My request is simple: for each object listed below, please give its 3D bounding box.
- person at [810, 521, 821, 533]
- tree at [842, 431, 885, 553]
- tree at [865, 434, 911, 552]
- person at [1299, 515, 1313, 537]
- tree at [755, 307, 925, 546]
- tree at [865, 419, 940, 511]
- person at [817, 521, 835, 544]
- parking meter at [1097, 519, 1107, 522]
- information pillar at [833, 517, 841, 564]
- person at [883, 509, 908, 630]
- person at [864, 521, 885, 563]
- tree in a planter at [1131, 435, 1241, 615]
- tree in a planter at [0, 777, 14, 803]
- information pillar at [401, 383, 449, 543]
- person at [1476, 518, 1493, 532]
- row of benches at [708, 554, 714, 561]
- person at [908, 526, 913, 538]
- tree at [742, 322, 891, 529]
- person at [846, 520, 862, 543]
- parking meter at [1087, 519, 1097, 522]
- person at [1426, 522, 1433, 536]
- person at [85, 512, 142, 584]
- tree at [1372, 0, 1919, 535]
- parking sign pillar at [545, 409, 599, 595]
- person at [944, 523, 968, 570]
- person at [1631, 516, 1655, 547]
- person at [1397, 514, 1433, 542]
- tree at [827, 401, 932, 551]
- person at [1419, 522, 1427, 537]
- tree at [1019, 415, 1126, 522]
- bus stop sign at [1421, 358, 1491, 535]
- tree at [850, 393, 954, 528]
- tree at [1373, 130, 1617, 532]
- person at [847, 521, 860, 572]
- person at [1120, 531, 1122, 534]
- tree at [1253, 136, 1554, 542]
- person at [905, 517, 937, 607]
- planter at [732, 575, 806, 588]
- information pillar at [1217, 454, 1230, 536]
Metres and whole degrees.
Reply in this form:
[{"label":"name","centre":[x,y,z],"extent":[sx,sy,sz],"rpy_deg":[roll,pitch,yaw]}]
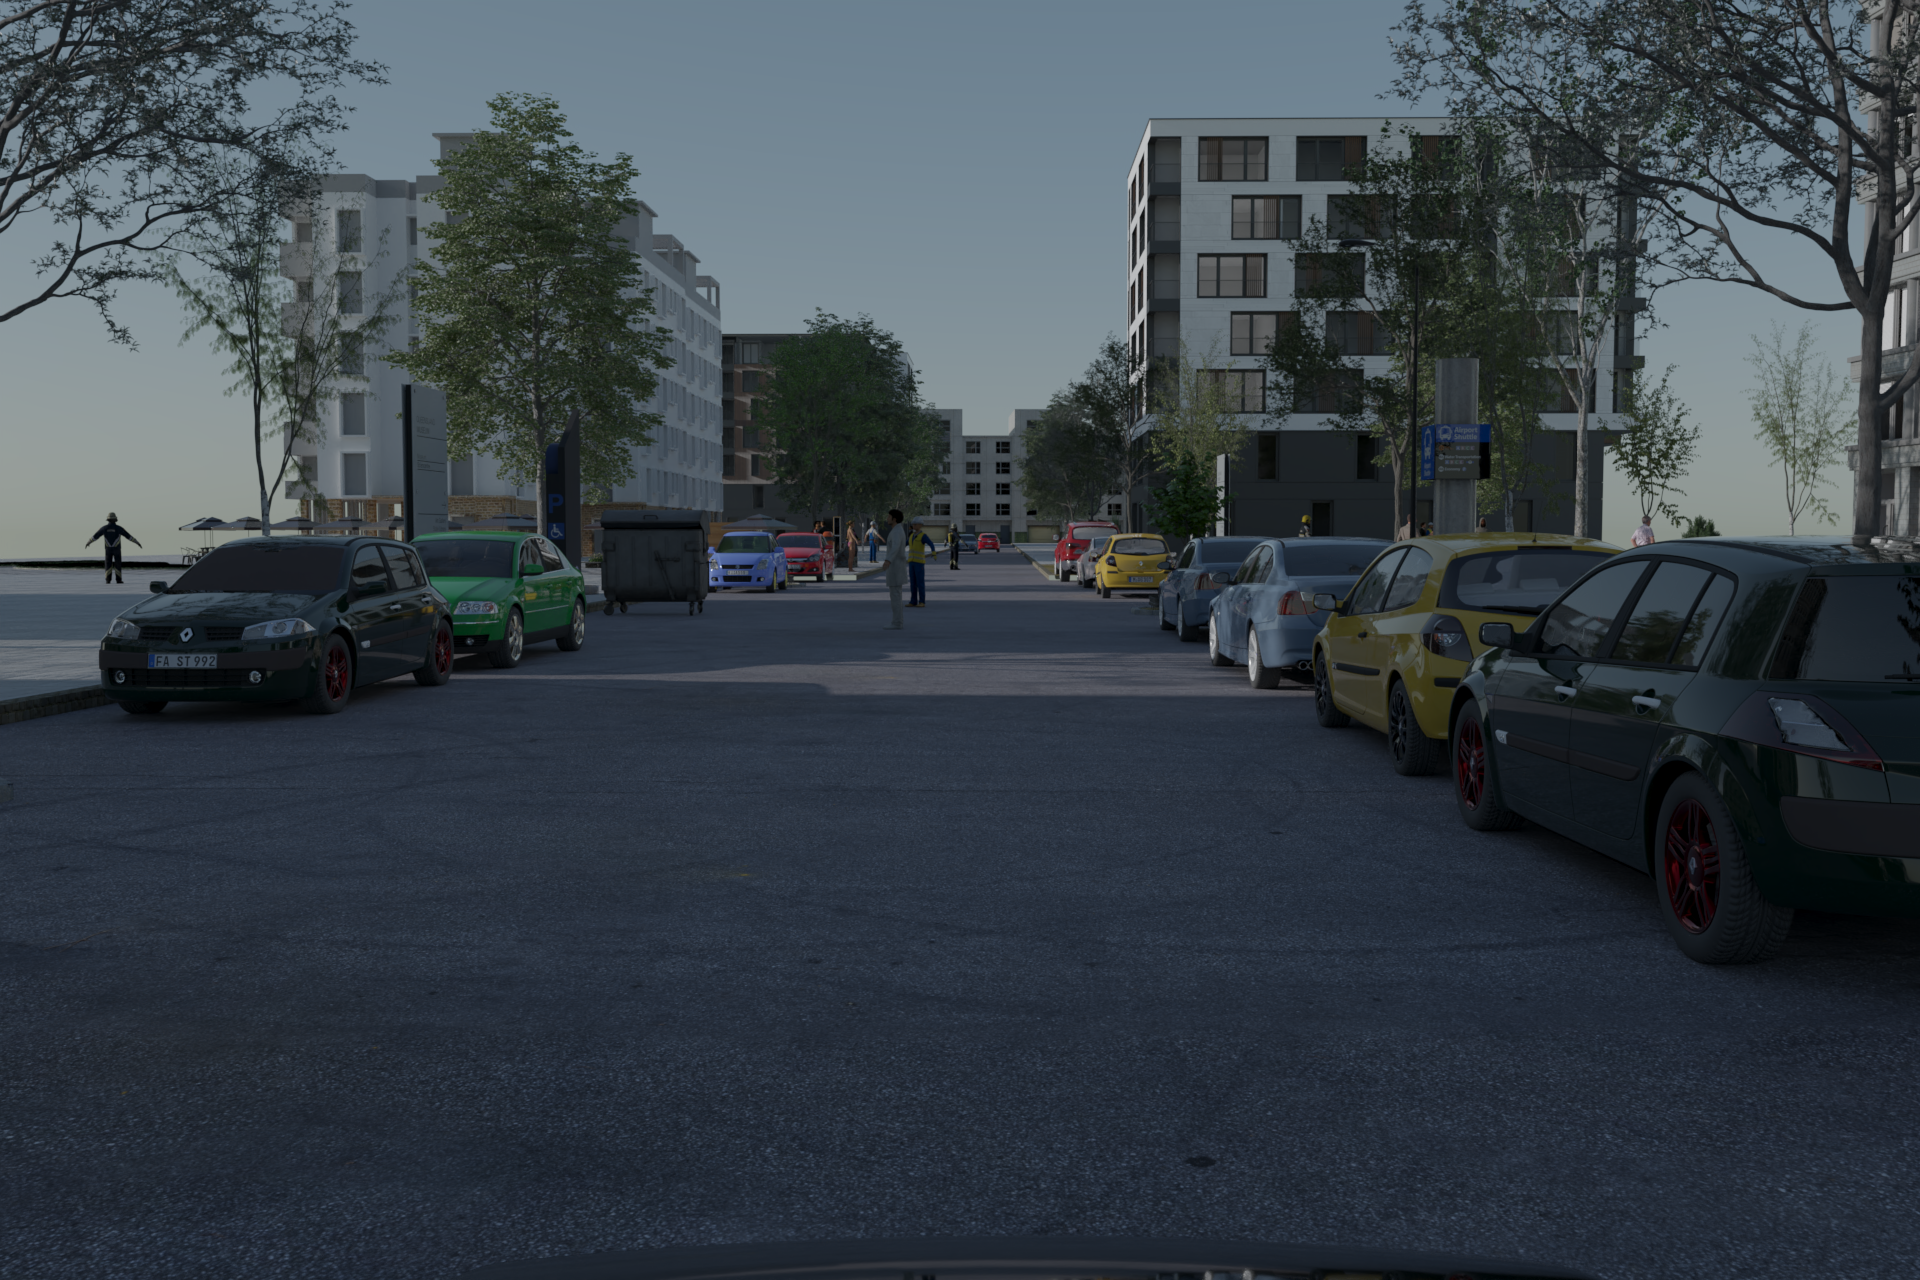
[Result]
[{"label":"person","centre":[-5.735,-3.901,69.925],"extent":[1.345,1.843,0.704],"rpy_deg":[-1,4,-15]},{"label":"tree","centre":[-6.405,-10.066,114.939],"extent":[4.737,8.622,4.395],"rpy_deg":[0,3,0]},{"label":"tree","centre":[-5.621,-10.477,121.667],"extent":[4.737,8.622,4.395],"rpy_deg":[0,3,0]},{"label":"person","centre":[10.673,-2.905,53.261],"extent":[0.704,1.858,1.351],"rpy_deg":[0,4,-6]},{"label":"tree","centre":[-6.685,-11.732,98.477],"extent":[9.857,13.997,8.962],"rpy_deg":[0,3,0]},{"label":"tree","centre":[-5.499,-13.420,145.179],"extent":[9.928,11.665,9.643],"rpy_deg":[0,3,0]},{"label":"person","centre":[-5.406,-3.801,68.367],"extent":[1.346,1.802,0.704],"rpy_deg":[-3,5,-45]},{"label":"parking meter","centre":[5.380,-3.651,65.406],"extent":[0.399,1.863,0.255],"rpy_deg":[0,4,2]},{"label":"information pillar","centre":[-5.202,-4.215,73.404],"extent":[0.304,2.012,0.304],"rpy_deg":[0,4,0]},{"label":"person","centre":[-0.999,-1.070,26.139],"extent":[0.705,1.806,1.347],"rpy_deg":[0,4,2]},{"label":"person","centre":[-3.820,-4.327,76.598],"extent":[0.705,1.847,1.347],"rpy_deg":[-3,5,-44]},{"label":"tree in a planter","centre":[4.116,-2.082,31.263],"extent":[1.991,3.239,1.994],"rpy_deg":[0,4,1]},{"label":"tree in a planter","centre":[-6.114,-0.708,8.795],"extent":[1.991,3.239,1.994],"rpy_deg":[0,4,1]},{"label":"information pillar","centre":[-8.591,-2.236,27.882],"extent":[0.184,3.620,1.656],"rpy_deg":[0,4,2]},{"label":"person","centre":[16.841,-3.038,55.798],"extent":[1.348,1.813,0.705],"rpy_deg":[1,4,13]},{"label":"row of benches","centre":[-7.663,-2.378,54.344],"extent":[1.422,0.672,4.104],"rpy_deg":[-3,5,-44]},{"label":"person","centre":[-2.723,-5.294,93.278],"extent":[0.721,1.740,1.216],"rpy_deg":[0,4,2]},{"label":"tree","centre":[-7.072,-9.731,84.861],"extent":[9.928,11.665,9.643],"rpy_deg":[0,3,0]},{"label":"person","centre":[-4.359,-3.933,70.236],"extent":[0.705,1.837,1.347],"rpy_deg":[1,4,21]},{"label":"parking meter","centre":[5.050,-3.685,65.966],"extent":[0.399,1.863,0.255],"rpy_deg":[0,4,2]},{"label":"person","centre":[22.359,-4.664,82.220],"extent":[0.705,1.833,1.349],"rpy_deg":[3,4,38]},{"label":"person","centre":[-21.864,-2.376,44.717],"extent":[1.351,1.845,0.704],"rpy_deg":[-1,4,-15]},{"label":"tree","centre":[9.719,-6.584,18.012],"extent":[12.009,13.543,11.850],"rpy_deg":[0,3,0]},{"label":"parking sign pillar","centre":[-8.428,-2.957,36.816],"extent":[1.447,3.967,1.447],"rpy_deg":[0,4,1]},{"label":"person","centre":[-0.206,-3.714,68.967],"extent":[0.705,1.856,1.354],"rpy_deg":[-3,5,-43]},{"label":"person","centre":[15.896,-2.025,40.090],"extent":[0.436,1.711,0.756],"rpy_deg":[-1,4,-10]},{"label":"person","centre":[10.808,-2.108,41.041],"extent":[0.750,1.759,0.617],"rpy_deg":[-1,4,-17]},{"label":"tree","centre":[-6.075,-12.487,129.910],"extent":[9.928,11.665,9.643],"rpy_deg":[0,3,0]},{"label":"person","centre":[20.548,-4.316,76.760],"extent":[0.705,1.806,1.347],"rpy_deg":[2,4,32]},{"label":"tree","centre":[8.950,-12.277,135.144],"extent":[8.767,10.594,7.601],"rpy_deg":[0,4,-4]},{"label":"bus stop sign","centre":[7.497,-2.276,26.232],"extent":[0.837,3.901,0.837],"rpy_deg":[0,4,1]},{"label":"tree","centre":[-5.487,-15.310,156.976],"extent":[9.857,13.997,8.962],"rpy_deg":[0,3,0]},{"label":"tree","centre":[10.210,-4.962,31.489],"extent":[4.360,8.622,3.978],"rpy_deg":[0,3,0]},{"label":"person","centre":[-3.621,-3.193,59.003],"extent":[0.721,1.733,1.217],"rpy_deg":[-1,4,-17]},{"label":"person","centre":[7.876,-4.979,87.190],"extent":[1.354,1.856,0.705],"rpy_deg":[-2,4,-30]},{"label":"tree","centre":[10.339,-6.556,41.596],"extent":[7.601,10.594,8.767],"rpy_deg":[-2,4,-27]},{"label":"person","centre":[-0.896,-1.531,33.961],"extent":[1.216,1.772,0.721],"rpy_deg":[3,5,42]},{"label":"planter","centre":[-5.217,-1.577,46.925],"extent":[1.991,0.319,1.994],"rpy_deg":[0,4,1]},{"label":"information pillar","centre":[7.832,-3.686,51.577],"extent":[0.184,3.620,1.656],"rpy_deg":[0,4,1]}]
